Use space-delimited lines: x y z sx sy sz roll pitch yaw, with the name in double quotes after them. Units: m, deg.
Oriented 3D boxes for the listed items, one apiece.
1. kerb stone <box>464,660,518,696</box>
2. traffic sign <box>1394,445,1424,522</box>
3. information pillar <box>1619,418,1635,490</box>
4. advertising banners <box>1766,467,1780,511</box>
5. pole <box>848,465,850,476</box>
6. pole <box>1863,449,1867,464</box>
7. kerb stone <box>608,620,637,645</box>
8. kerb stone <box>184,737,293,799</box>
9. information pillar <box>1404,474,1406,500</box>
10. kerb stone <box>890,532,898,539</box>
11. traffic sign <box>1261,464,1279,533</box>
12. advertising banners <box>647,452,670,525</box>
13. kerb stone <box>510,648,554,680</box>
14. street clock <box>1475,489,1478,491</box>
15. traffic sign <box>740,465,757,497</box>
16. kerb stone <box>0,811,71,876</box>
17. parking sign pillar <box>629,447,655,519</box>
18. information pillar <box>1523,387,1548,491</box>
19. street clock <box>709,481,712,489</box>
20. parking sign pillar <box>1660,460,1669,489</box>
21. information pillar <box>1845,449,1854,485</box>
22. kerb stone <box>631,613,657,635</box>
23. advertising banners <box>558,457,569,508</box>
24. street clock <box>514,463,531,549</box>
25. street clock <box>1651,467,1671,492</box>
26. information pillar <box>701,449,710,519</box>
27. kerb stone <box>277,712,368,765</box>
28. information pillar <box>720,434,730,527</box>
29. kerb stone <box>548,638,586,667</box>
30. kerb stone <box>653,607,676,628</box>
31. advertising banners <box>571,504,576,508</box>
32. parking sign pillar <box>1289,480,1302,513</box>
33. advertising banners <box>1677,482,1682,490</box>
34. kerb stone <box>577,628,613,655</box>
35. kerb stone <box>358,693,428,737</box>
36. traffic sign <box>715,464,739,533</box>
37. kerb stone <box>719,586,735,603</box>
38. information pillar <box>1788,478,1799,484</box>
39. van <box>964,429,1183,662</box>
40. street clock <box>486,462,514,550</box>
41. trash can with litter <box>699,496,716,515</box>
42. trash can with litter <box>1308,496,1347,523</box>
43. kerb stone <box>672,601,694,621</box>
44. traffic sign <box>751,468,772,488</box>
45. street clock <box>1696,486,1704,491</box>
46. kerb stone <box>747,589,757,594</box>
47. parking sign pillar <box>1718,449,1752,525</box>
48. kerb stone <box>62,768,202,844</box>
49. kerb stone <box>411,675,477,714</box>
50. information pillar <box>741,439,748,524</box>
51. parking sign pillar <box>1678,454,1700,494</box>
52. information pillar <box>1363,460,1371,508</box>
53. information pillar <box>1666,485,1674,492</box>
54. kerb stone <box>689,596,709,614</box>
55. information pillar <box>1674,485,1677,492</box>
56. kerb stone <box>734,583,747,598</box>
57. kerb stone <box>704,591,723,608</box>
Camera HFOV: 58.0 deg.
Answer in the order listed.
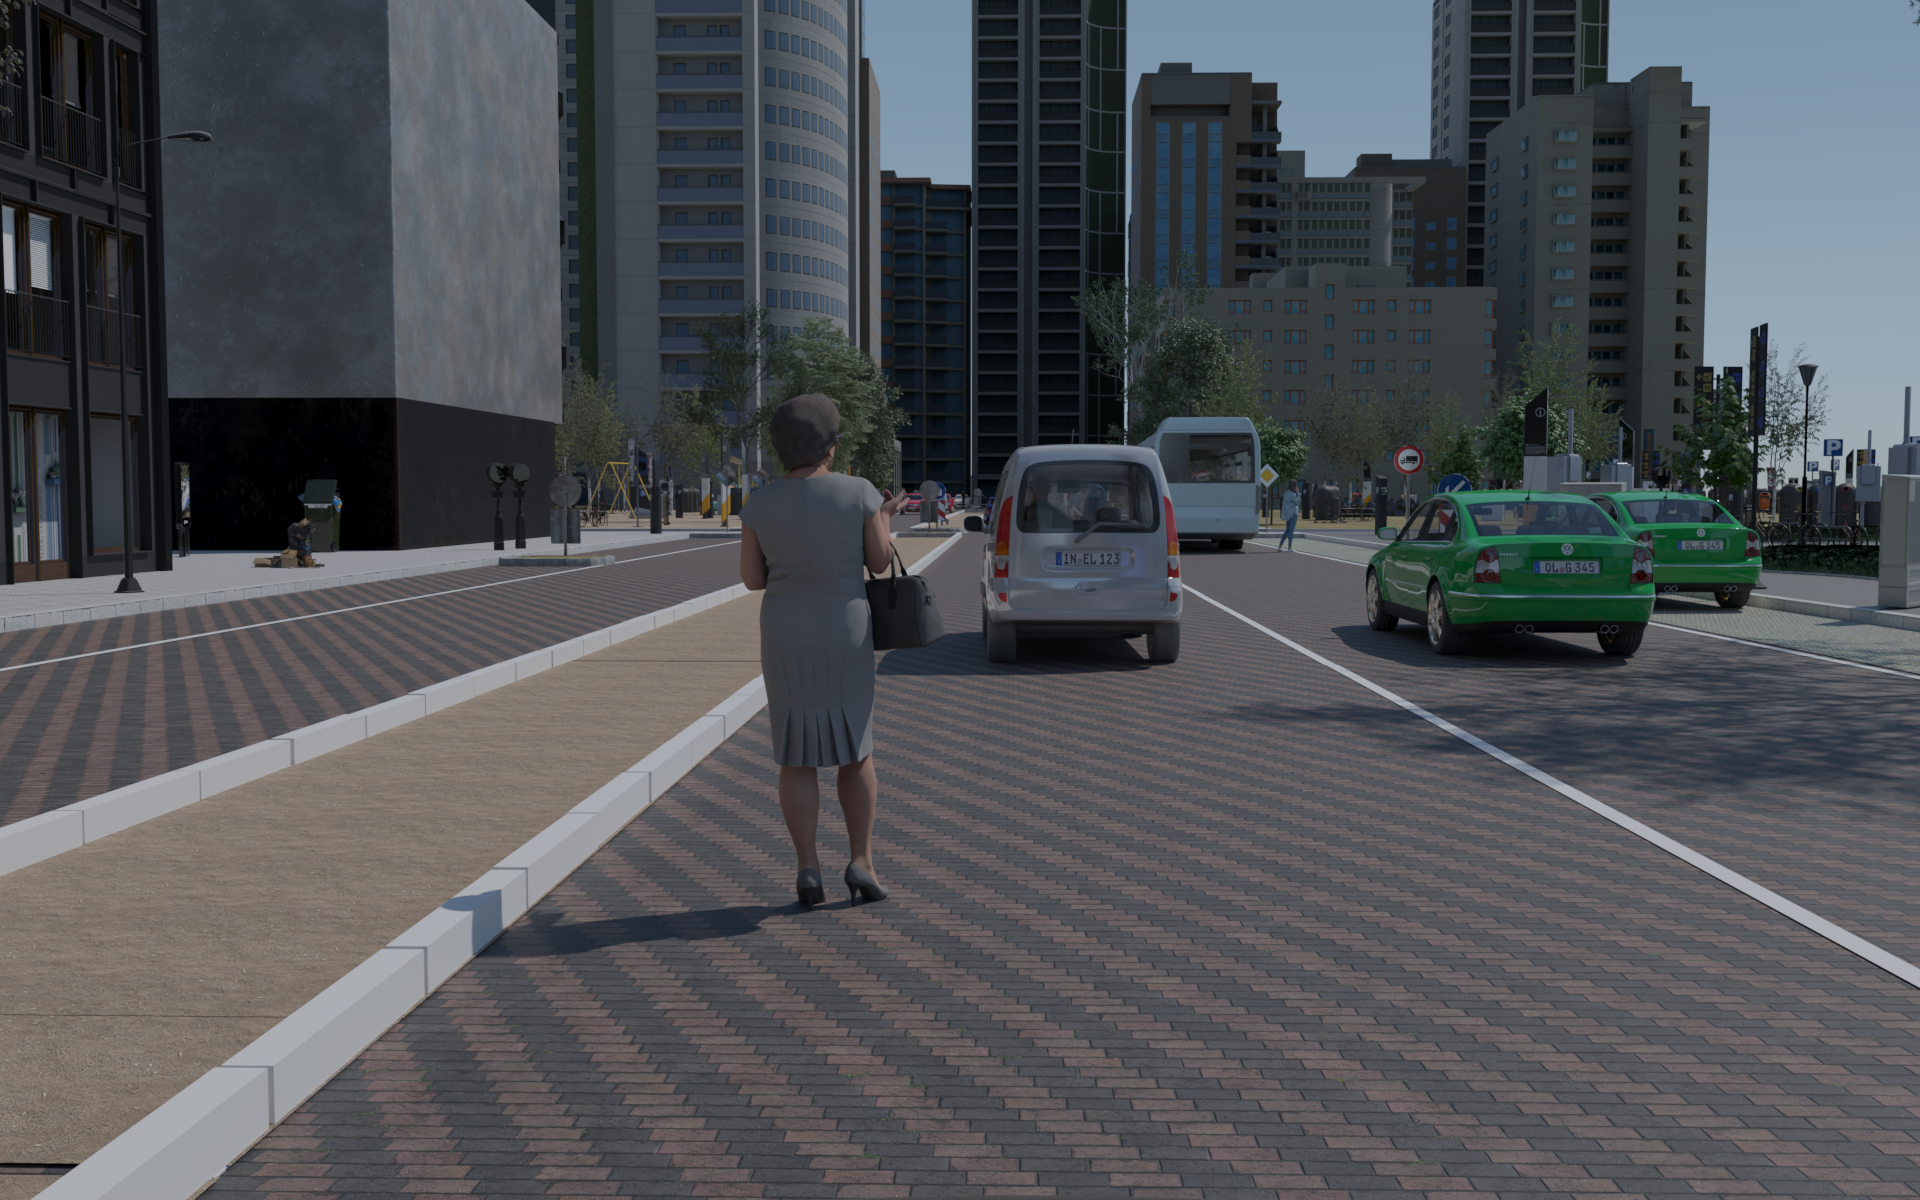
-3.452 0.584 12.655 0.120 0.150 1.000 0 4 2 "kerb stone"
11.660 -2.748 45.043 0.768 2.556 0.104 1 4 9 "traffic sign"
20.469 -3.787 53.280 0.183 3.616 0.504 -3 5 -41 "information pillar"
53.366 -7.103 112.323 2.074 3.025 0.090 2 4 31 "advertising banners"
-7.843 -7.859 122.343 0.158 3.312 0.155 0 3 0 "pole"
40.908 -5.165 78.291 0.158 3.312 0.155 0 3 0 "pole"
-3.322 0.332 16.770 0.120 0.150 1.000 0 4 2 "kerb stone"
-3.577 0.838 8.562 0.120 0.150 1.000 0 4 2 "kerb stone"
27.486 -7.045 106.537 0.183 3.616 0.504 -1 4 -19 "information pillar"
-2.146 -2.112 56.734 0.120 0.150 1.000 0 4 2 "kerb stone"
10.097 -3.264 57.006 0.795 2.450 0.064 0 4 2 "traffic sign"
-12.554 -4.639 72.043 0.090 3.025 2.074 -2 4 -35 "advertising banners"
-3.418 0.521 13.677 0.120 0.150 1.000 0 4 2 "kerb stone"
33.376 -6.588 112.284 0.471 2.002 0.358 2 4 28 "street clock"
-9.233 -4.623 75.689 0.768 2.556 0.104 0 4 6 "traffic sign"
-3.630 0.959 6.519 0.120 0.150 1.000 0 4 2 "kerb stone"
-16.591 -6.235 90.413 1.447 3.967 1.447 -1 4 -19 "parking sign pillar"
12.625 -2.851 37.972 0.504 3.616 0.183 1 4 23 "information pillar"
-13.974 -5.594 96.031 0.471 2.002 0.358 -1 4 -22 "street clock"
55.058 -9.028 136.077 1.447 3.967 1.447 -2 4 -24 "parking sign pillar"
46.362 -6.052 90.299 0.183 3.616 0.504 -1 4 -13 "information pillar"
-3.304 0.269 17.793 0.120 0.150 1.000 0 4 2 "kerb stone"
-18.748 -5.233 81.746 0.090 3.025 2.074 -1 4 -22 "advertising banners"
-10.319 -2.205 40.622 0.471 2.002 0.358 -3 5 -42 "street clock"
18.903 -2.578 46.728 0.471 2.002 0.358 -1 4 -21 "street clock"
-13.146 -5.998 89.421 0.504 3.616 0.183 2 4 35 "information pillar"
-3.538 0.771 9.590 0.120 0.150 1.000 0 4 2 "kerb stone"
-9.170 -4.668 67.680 0.183 3.616 0.504 2 4 31 "information pillar"
-3.382 0.459 14.706 0.120 0.150 1.000 0 4 2 "kerb stone"
-3.268 0.209 18.823 0.120 0.150 1.000 0 4 2 "kerb stone"
-30.681 -8.497 135.107 2.074 3.025 0.090 3 4 37 "advertising banners"
22.809 -7.972 118.818 1.447 3.967 1.447 0 4 6 "parking sign pillar"
44.606 -6.715 105.975 2.074 3.025 0.090 -1 4 -21 "advertising banners"
-3.355 0.395 15.741 0.120 0.150 1.000 0 4 2 "kerb stone"
-3.507 0.717 10.612 0.120 0.150 1.000 0 4 2 "kerb stone"
-7.738 -3.297 57.553 0.795 2.450 0.064 0 4 2 "traffic sign"
-3.147 -0.044 22.919 0.120 0.150 1.000 0 4 2 "kerb stone"
36.992 -4.430 76.919 0.304 2.012 0.304 -1 4 -22 "information pillar"
1.043 -0.559 16.153 2.013 2.044 4.112 0 4 0 "van"
-10.514 -2.133 39.451 0.471 2.002 0.358 -2 4 -32 "street clock"
-15.190 -5.680 104.249 1.055 1.170 0.624 0 4 7 "trash can with litter"
16.216 -4.005 76.539 2.233 1.210 1.678 -2 4 -24 "trash can with litter"
-3.235 0.149 19.844 0.120 0.150 1.000 0 4 2 "kerb stone"
-7.502 -3.785 65.535 0.795 2.450 0.064 0 4 2 "traffic sign"
41.015 -5.594 96.025 0.471 2.002 0.358 1 4 15 "street clock"
-3.087 -0.167 24.968 0.120 0.150 1.000 0 4 2 "kerb stone"
32.544 -5.143 72.567 1.447 3.967 1.447 -1 4 -12 "parking sign pillar"
-3.604 0.898 7.540 0.120 0.150 1.000 0 4 2 "kerb stone"
-3.478 0.646 11.634 0.120 0.150 1.000 0 4 2 "kerb stone"
-9.151 -5.030 73.598 0.183 3.616 0.504 -2 4 -26 "information pillar"
45.935 -7.379 109.126 1.447 3.967 1.447 -3 5 -43 "parking sign pillar"
27.191 -7.606 115.708 0.504 3.616 0.183 2 4 23 "information pillar"
54.805 -7.916 133.925 0.304 2.012 0.304 3 5 43 "information pillar"
-3.207 0.081 20.867 0.120 0.150 1.000 0 4 2 "kerb stone"
57.255 -8.221 138.897 0.304 2.012 0.304 -2 4 -25 "information pillar"
-3.112 -0.107 23.947 0.120 0.150 1.000 0 4 2 "kerb stone"
-3.177 0.018 21.897 0.120 0.150 1.000 0 4 2 "kerb stone"
